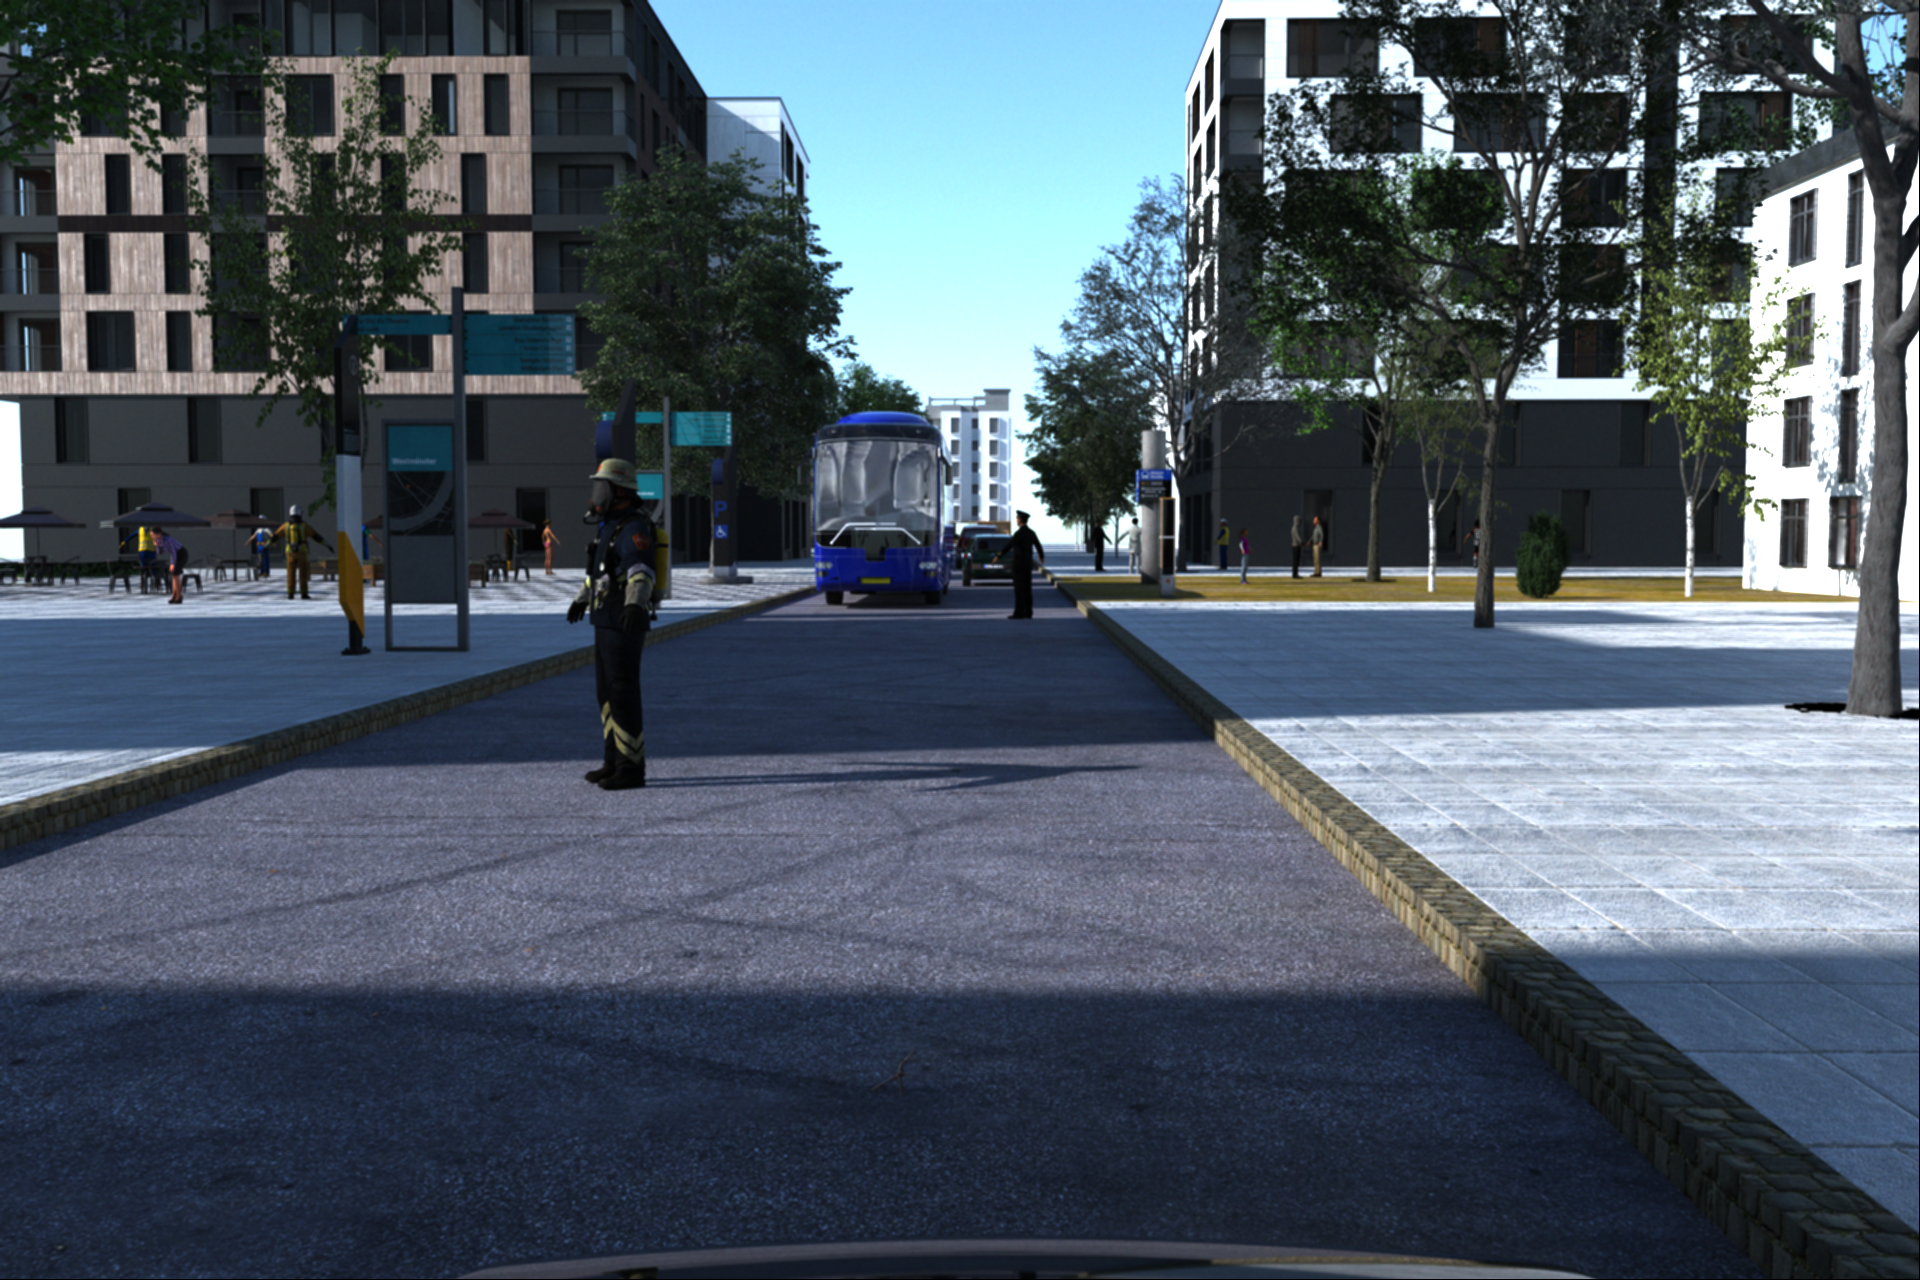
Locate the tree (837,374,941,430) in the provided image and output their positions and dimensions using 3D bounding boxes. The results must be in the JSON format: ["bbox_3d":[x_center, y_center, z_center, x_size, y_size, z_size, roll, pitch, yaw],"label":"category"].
[{"bbox_3d":[-6.120,-14.242,139.508,9.857,13.997,8.962,0,3,0],"label":"tree"}]

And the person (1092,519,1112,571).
[{"bbox_3d":[4.846,-3.275,59.778,0.704,1.802,1.346,2,4,33],"label":"person"}]

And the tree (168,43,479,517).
[{"bbox_3d":[-9.209,-4.591,25.431,4.737,8.622,4.395,0,3,0],"label":"tree"}]

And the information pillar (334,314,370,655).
[{"bbox_3d":[-6.459,-1.649,18.324,0.183,3.616,0.504,0,4,2],"label":"information pillar"}]

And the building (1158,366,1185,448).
[{"bbox_3d":[27.236,-20.574,192.806,16.016,20.090,11.380,0,4,2],"label":"building"}]

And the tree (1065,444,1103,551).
[{"bbox_3d":[8.765,-11.122,132.210,4.360,8.622,3.978,0,3,0],"label":"tree"}]

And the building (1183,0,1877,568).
[{"bbox_3d":[24.381,-14.559,82.006,27.936,21.610,32.646,0,4,2],"label":"building"}]

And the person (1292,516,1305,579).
[{"bbox_3d":[9.732,-2.676,49.874,0.705,1.813,1.348,0,4,5],"label":"person"}]

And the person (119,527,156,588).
[{"bbox_3d":[-19.466,-2.140,41.459,1.216,1.772,0.721,-1,4,-10],"label":"person"}]

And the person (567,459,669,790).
[{"bbox_3d":[-1.966,-0.098,9.844,0.705,1.856,1.354,-2,4,-26],"label":"person"}]

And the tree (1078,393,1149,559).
[{"bbox_3d":[8.207,-8.596,90.907,4.737,8.622,4.395,0,3,0],"label":"tree"}]

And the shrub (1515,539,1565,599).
[{"bbox_3d":[11.530,-1.430,34.500,1.383,1.207,1.383,0,3,0],"label":"shrub"}]

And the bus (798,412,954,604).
[{"bbox_3d":[-1.509,-2.870,38.479,2.896,3.916,12.251,0,4,1],"label":"bus"}]

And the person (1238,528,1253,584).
[{"bbox_3d":[7.387,-2.161,44.598,0.599,1.433,0.991,1,4,22],"label":"person"}]

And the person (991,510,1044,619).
[{"bbox_3d":[1.039,-1.279,29.308,0.705,1.837,1.347,3,5,41],"label":"person"}]

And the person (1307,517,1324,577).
[{"bbox_3d":[10.680,-2.788,51.862,0.705,1.796,1.348,0,4,-5],"label":"person"}]

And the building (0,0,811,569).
[{"bbox_3d":[-22.353,-14.399,79.394,27.936,21.610,32.646,0,4,1],"label":"building"}]

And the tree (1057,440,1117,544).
[{"bbox_3d":[16.628,-19.570,226.621,9.857,13.997,8.962,0,3,0],"label":"tree"}]

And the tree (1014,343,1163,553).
[{"bbox_3d":[8.744,-12.750,115.114,9.857,13.997,8.962,0,3,0],"label":"tree"}]

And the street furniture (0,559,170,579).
[{"bbox_3d":[-28.425,-2.165,51.021,10.072,0.657,5.734,-2,4,-32],"label":"street furniture"}]

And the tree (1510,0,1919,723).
[{"bbox_3d":[6.581,-6.204,11.809,12.009,13.543,11.850,0,3,0],"label":"tree"}]

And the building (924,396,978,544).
[{"bbox_3d":[-4.415,-22.682,229.722,11.380,20.090,16.016,0,4,6],"label":"building"}]

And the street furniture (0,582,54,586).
[{"bbox_3d":[-25.565,-1.695,34.568,9.812,1.723,11.010,2,4,32],"label":"street furniture"}]

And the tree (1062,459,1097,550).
[{"bbox_3d":[9.732,-11.470,137.890,4.360,8.622,3.978,0,3,0],"label":"tree"}]

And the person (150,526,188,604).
[{"bbox_3d":[-14.504,-1.377,31.791,0.421,1.427,0.697,2,4,32],"label":"person"}]

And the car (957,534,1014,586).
[{"bbox_3d":[0.916,-2.402,49.059,2.009,1.686,4.222,0,4,0],"label":"car"}]

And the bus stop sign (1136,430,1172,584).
[{"bbox_3d":[4.952,-3.380,44.282,0.837,3.901,0.837,0,4,0],"label":"bus stop sign"}]

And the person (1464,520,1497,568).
[{"bbox_3d":[19.582,-3.619,65.313,1.345,1.843,0.704,3,5,44],"label":"person"}]

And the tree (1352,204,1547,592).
[{"bbox_3d":[10.560,-5.399,38.644,4.360,8.622,3.978,0,3,0],"label":"tree"}]

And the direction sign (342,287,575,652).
[{"bbox_3d":[-5.416,-1.874,19.395,2.525,3.948,1.411,0,4,2],"label":"direction sign"}]

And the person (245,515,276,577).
[{"bbox_3d":[-20.978,-2.828,52.097,1.347,1.847,0.705,2,4,31],"label":"person"}]

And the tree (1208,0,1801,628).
[{"bbox_3d":[6.955,-5.429,23.182,8.767,10.594,7.601,3,4,38],"label":"tree"}]

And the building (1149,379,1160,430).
[{"bbox_3d":[27.847,-21.558,208.899,16.016,20.090,11.380,0,4,2],"label":"building"}]

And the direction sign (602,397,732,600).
[{"bbox_3d":[-5.694,-2.789,34.358,2.525,3.948,1.411,0,4,1],"label":"direction sign"}]

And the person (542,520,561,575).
[{"bbox_3d":[-12.925,-2.936,54.814,0.721,1.733,1.217,-3,4,-38],"label":"person"}]

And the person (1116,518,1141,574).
[{"bbox_3d":[5.618,-3.013,55.451,1.347,1.806,0.705,1,4,21],"label":"person"}]

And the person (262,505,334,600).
[{"bbox_3d":[-13.015,-1.728,34.021,1.354,1.858,0.705,-1,4,-9],"label":"person"}]

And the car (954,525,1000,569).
[{"bbox_3d":[0.863,-3.970,73.575,2.281,1.827,5.304,0,4,1],"label":"car"}]

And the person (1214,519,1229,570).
[{"bbox_3d":[9.417,-3.433,62.105,0.705,1.833,1.349,2,4,25],"label":"person"}]

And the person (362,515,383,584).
[{"bbox_3d":[-15.381,-2.343,44.435,1.347,1.817,0.704,1,4,19],"label":"person"}]

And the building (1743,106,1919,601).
[{"bbox_3d":[22.718,-5.184,26.901,9.099,9.664,28.070,0,4,1],"label":"building"}]

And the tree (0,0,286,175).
[{"bbox_3d":[-8.979,-5.328,12.861,9.928,11.665,9.643,0,3,0],"label":"tree"}]

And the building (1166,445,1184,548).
[{"bbox_3d":[24.407,-13.546,163.627,9.099,9.664,28.070,0,4,2],"label":"building"}]

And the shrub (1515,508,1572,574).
[{"bbox_3d":[16.782,-2.775,49.797,1.690,2.028,1.600,0,3,0],"label":"shrub"}]

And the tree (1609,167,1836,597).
[{"bbox_3d":[14.966,-5.177,35.005,4.737,8.622,4.395,0,3,0],"label":"tree"}]

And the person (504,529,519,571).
[{"bbox_3d":[-15.689,-3.319,60.395,0.704,1.812,1.346,-2,4,-30],"label":"person"}]

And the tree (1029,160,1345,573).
[{"bbox_3d":[7.445,-9.017,57.800,12.009,13.543,11.850,0,3,0],"label":"tree"}]

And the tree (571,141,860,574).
[{"bbox_3d":[-7.900,-9.120,55.768,9.857,13.997,8.962,0,3,0],"label":"tree"}]

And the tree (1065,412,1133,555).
[{"bbox_3d":[8.110,-9.495,105.602,4.360,8.622,3.978,0,3,0],"label":"tree"}]

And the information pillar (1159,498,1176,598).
[{"bbox_3d":[4.192,-1.865,34.991,0.304,2.012,0.304,0,4,0],"label":"information pillar"}]

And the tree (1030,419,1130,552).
[{"bbox_3d":[9.267,-11.657,124.998,8.767,10.594,7.601,0,4,2],"label":"tree"}]

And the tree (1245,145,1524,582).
[{"bbox_3d":[11.384,-7.391,46.601,9.928,11.665,9.643,0,3,0],"label":"tree"}]

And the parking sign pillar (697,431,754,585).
[{"bbox_3d":[-6.052,-3.433,44.597,1.447,3.967,1.447,0,4,2],"label":"parking sign pillar"}]

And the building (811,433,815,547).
[{"bbox_3d":[-23.498,-20.240,161.857,19.493,23.208,18.063,0,4,1],"label":"building"}]

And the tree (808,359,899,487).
[{"bbox_3d":[-7.009,-10.814,102.570,9.928,11.665,9.643,0,3,0],"label":"tree"}]

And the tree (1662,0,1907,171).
[{"bbox_3d":[28.247,-12.014,52.313,12.611,20.169,13.585,0,3,0],"label":"tree"}]

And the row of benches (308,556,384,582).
[{"bbox_3d":[-16.747,-2.016,48.428,1.422,0.672,4.104,1,4,19],"label":"row of benches"}]

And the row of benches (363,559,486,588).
[{"bbox_3d":[-13.210,-1.620,41.958,4.104,0.672,1.422,2,4,24],"label":"row of benches"}]

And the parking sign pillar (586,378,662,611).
[{"bbox_3d":[-5.813,-2.500,29.350,1.447,3.967,1.447,0,4,0],"label":"parking sign pillar"}]

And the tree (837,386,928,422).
[{"bbox_3d":[-6.001,-11.967,121.422,9.928,11.665,9.643,0,3,0],"label":"tree"}]
